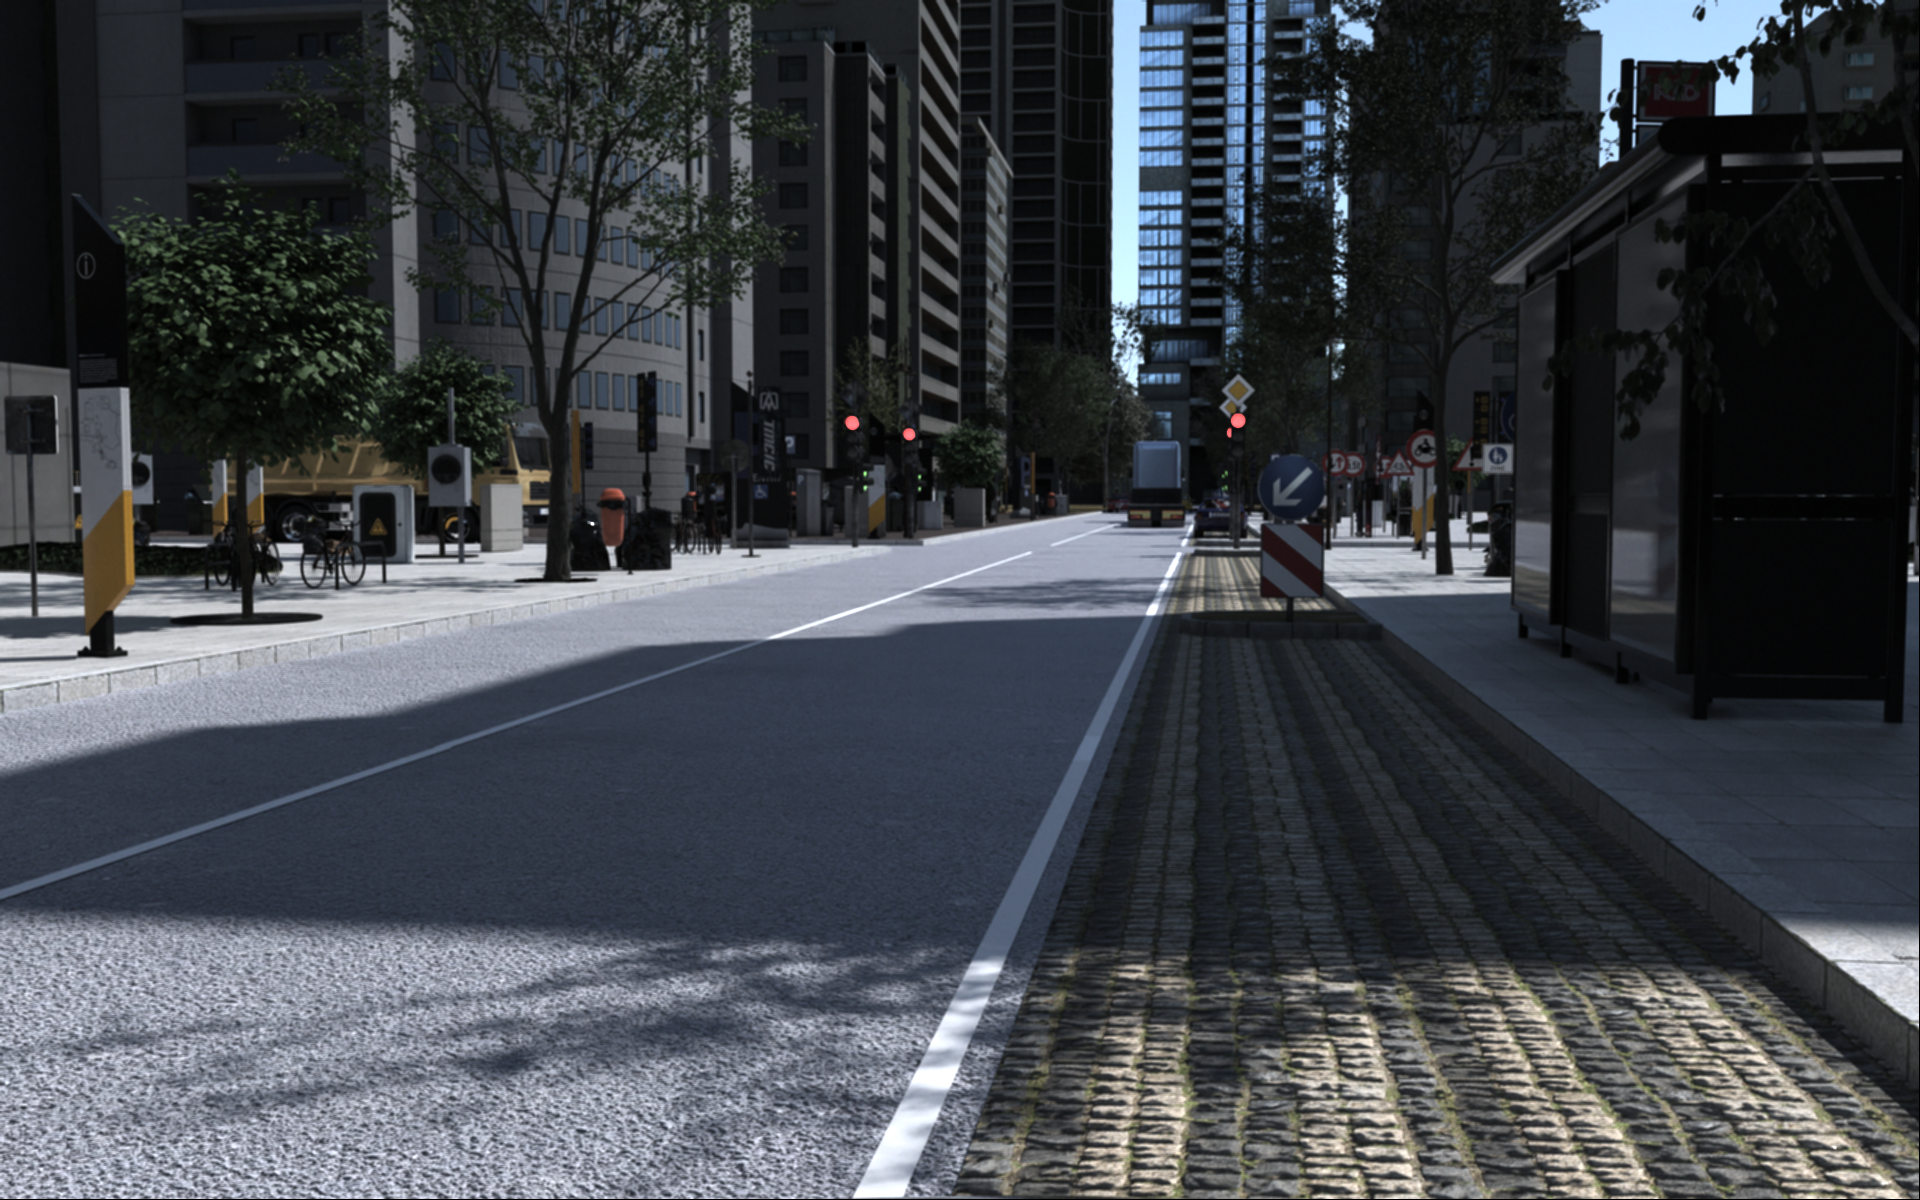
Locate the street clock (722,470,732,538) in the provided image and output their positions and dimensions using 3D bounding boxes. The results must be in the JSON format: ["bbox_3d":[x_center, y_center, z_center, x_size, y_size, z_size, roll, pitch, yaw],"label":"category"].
[{"bbox_3d":[-6.693,-2.813,50.558,0.471,2.002,0.358,-3,5,-41],"label":"street clock"}]

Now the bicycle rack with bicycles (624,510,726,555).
[{"bbox_3d":[-6.380,-1.483,37.632,2.852,0.926,2.925,-1,4,-11],"label":"bicycle rack with bicycles"}]

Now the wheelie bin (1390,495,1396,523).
[{"bbox_3d":[19.293,-4.155,75.838,0.980,1.594,0.693,2,4,31],"label":"wheelie bin"}]

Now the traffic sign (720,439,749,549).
[{"bbox_3d":[-5.236,-2.451,40.184,0.768,2.556,0.104,1,4,17],"label":"traffic sign"}]

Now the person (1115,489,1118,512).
[{"bbox_3d":[12.259,-7.778,135.654,0.705,1.826,1.348,1,4,11],"label":"person"}]

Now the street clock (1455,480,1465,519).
[{"bbox_3d":[25.567,-5.142,88.636,0.471,2.002,0.358,1,4,10],"label":"street clock"}]

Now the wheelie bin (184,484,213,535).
[{"bbox_3d":[-23.966,-2.851,54.527,0.693,1.594,0.980,1,4,15],"label":"wheelie bin"}]

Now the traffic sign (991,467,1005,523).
[{"bbox_3d":[1.596,-4.648,76.107,0.768,2.556,0.104,1,4,14],"label":"traffic sign"}]

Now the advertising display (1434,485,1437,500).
[{"bbox_3d":[30.498,-6.419,110.161,0.123,1.923,0.974,-3,5,-41],"label":"advertising display"}]

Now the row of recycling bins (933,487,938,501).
[{"bbox_3d":[-2.276,-5.046,89.622,1.069,1.692,3.534,-2,4,-34],"label":"row of recycling bins"}]

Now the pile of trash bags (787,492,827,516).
[{"bbox_3d":[-6.936,-4.023,75.536,1.912,1.369,3.447,-1,4,-23],"label":"pile of trash bags"}]

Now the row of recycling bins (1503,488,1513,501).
[{"bbox_3d":[37.765,-6.670,116.174,3.534,1.692,1.069,-2,4,-35],"label":"row of recycling bins"}]

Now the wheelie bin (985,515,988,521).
[{"bbox_3d":[0.931,-4.632,83.637,0.693,1.594,0.980,1,4,23],"label":"wheelie bin"}]

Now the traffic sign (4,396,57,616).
[{"bbox_3d":[-9.693,-0.976,18.086,0.606,2.300,0.079,1,4,11],"label":"traffic sign"}]

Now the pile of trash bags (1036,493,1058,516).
[{"bbox_3d":[4.903,-5.678,102.590,1.912,1.369,3.447,-1,4,-18],"label":"pile of trash bags"}]

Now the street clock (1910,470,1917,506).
[{"bbox_3d":[29.135,-2.949,52.794,0.358,2.002,0.471,0,4,4],"label":"street clock"}]

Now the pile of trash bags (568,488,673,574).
[{"bbox_3d":[-5.774,-1.179,29.034,1.912,1.369,3.447,-1,4,-11],"label":"pile of trash bags"}]

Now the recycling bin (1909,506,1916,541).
[{"bbox_3d":[19.977,-1.418,35.745,0.722,1.027,0.722,-2,4,-30],"label":"recycling bin"}]

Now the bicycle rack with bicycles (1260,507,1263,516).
[{"bbox_3d":[18.518,-5.159,97.729,2.925,0.926,2.852,1,4,15],"label":"bicycle rack with bicycles"}]

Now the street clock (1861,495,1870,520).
[{"bbox_3d":[29.197,-3.137,55.864,0.358,2.002,0.471,0,4,0],"label":"street clock"}]

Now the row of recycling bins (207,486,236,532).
[{"bbox_3d":[-25.726,-3.252,60.280,1.069,1.692,3.534,-2,4,-35],"label":"row of recycling bins"}]

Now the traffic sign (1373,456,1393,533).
[{"bbox_3d":[14.127,-3.516,57.594,0.768,2.556,0.104,1,4,12],"label":"traffic sign"}]

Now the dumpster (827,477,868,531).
[{"bbox_3d":[-3.773,-3.254,58.965,1.264,1.857,1.865,0,4,8],"label":"dumpster"}]

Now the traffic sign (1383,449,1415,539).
[{"bbox_3d":[12.525,-3.026,49.473,0.884,2.594,0.081,1,4,16],"label":"traffic sign"}]

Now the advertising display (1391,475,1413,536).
[{"bbox_3d":[13.605,-2.915,52.873,0.123,1.923,0.974,-3,5,-44],"label":"advertising display"}]

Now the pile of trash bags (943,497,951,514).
[{"bbox_3d":[0.412,-6.057,108.779,1.912,1.369,3.447,-2,4,-30],"label":"pile of trash bags"}]

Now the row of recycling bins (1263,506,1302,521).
[{"bbox_3d":[15.511,-4.650,83.145,1.069,1.692,3.534,-1,4,-10],"label":"row of recycling bins"}]

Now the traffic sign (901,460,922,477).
[{"bbox_3d":[-1.695,-3.664,60.010,0.768,2.556,0.104,1,4,17],"label":"traffic sign"}]

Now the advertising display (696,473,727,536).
[{"bbox_3d":[-7.700,-2.960,53.607,0.974,1.923,0.123,1,4,14],"label":"advertising display"}]

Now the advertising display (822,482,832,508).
[{"bbox_3d":[-7.279,-5.471,94.657,0.123,1.923,0.974,-2,4,-33],"label":"advertising display"}]

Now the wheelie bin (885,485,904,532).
[{"bbox_3d":[-2.309,-3.105,58.679,0.693,1.594,0.980,-3,5,-44],"label":"wheelie bin"}]

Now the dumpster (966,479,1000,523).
[{"bbox_3d":[0.950,-4.576,77.312,1.502,2.255,1.985,1,4,8],"label":"dumpster"}]

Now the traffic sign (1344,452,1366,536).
[{"bbox_3d":[11.870,-3.197,52.385,0.768,2.556,0.104,1,4,15],"label":"traffic sign"}]

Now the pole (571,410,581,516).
[{"bbox_3d":[-9.364,-2.961,42.251,0.158,3.312,0.155,0,3,0],"label":"pole"}]

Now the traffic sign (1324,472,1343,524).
[{"bbox_3d":[15.836,-4.486,73.458,0.768,2.556,0.104,1,4,16],"label":"traffic sign"}]

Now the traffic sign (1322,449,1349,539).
[{"bbox_3d":[10.697,-3.014,49.390,0.768,2.556,0.104,1,4,15],"label":"traffic sign"}]

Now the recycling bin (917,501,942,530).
[{"bbox_3d":[-1.086,-3.030,62.103,0.722,1.027,0.722,-2,4,-23],"label":"recycling bin"}]

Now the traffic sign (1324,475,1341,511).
[{"bbox_3d":[15.876,-4.542,74.266,0.884,2.594,0.081,1,4,10],"label":"traffic sign"}]

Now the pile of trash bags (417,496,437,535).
[{"bbox_3d":[-16.768,-2.785,55.288,3.447,1.369,1.912,2,4,28],"label":"pile of trash bags"}]

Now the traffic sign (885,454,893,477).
[{"bbox_3d":[-2.450,-3.252,53.270,0.768,2.556,0.104,1,4,14],"label":"traffic sign"}]

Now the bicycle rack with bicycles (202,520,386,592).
[{"bbox_3d":[-9.323,-0.642,23.883,2.852,0.926,2.925,0,4,3],"label":"bicycle rack with bicycles"}]

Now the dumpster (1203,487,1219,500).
[{"bbox_3d":[28.700,-11.789,197.698,1.985,2.255,1.502,1,4,9],"label":"dumpster"}]

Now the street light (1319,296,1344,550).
[{"bbox_3d":[8.479,-4.094,39.724,0.468,5.910,1.993,0,4,8],"label":"street light"}]

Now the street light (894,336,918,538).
[{"bbox_3d":[-1.576,-4.761,50.636,0.468,5.910,1.993,0,4,8],"label":"street light"}]

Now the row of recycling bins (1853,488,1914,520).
[{"bbox_3d":[40.582,-4.219,76.090,1.069,1.692,3.534,0,4,-5],"label":"row of recycling bins"}]

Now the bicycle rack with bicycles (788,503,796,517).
[{"bbox_3d":[-7.117,-3.320,67.662,2.925,0.926,2.852,0,4,-8],"label":"bicycle rack with bicycles"}]

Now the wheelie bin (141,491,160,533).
[{"bbox_3d":[-27.138,-3.055,57.861,0.693,1.594,0.980,-1,4,-19],"label":"wheelie bin"}]

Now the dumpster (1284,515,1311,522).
[{"bbox_3d":[15.240,-4.413,77.917,1.264,1.857,1.865,1,4,8],"label":"dumpster"}]

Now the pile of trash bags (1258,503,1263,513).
[{"bbox_3d":[21.796,-6.634,118.217,1.912,1.369,3.447,-1,4,-16],"label":"pile of trash bags"}]

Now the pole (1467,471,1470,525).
[{"bbox_3d":[21.277,-4.796,72.260,0.158,3.312,0.155,0,3,0],"label":"pole"}]

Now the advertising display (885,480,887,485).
[{"bbox_3d":[-2.672,-3.441,61.479,0.123,1.923,0.974,0,4,-5],"label":"advertising display"}]

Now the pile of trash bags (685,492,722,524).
[{"bbox_3d":[-10.843,-4.037,75.758,1.912,1.369,3.447,2,4,29],"label":"pile of trash bags"}]

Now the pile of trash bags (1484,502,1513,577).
[{"bbox_3d":[9.069,-1.047,26.864,1.912,1.369,3.447,2,4,25],"label":"pile of trash bags"}]

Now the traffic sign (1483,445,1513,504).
[{"bbox_3d":[10.886,-2.018,35.119,0.606,2.300,0.079,1,4,9],"label":"traffic sign"}]

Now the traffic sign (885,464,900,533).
[{"bbox_3d":[-2.352,-3.413,56.984,0.795,2.450,0.064,1,4,9],"label":"traffic sign"}]

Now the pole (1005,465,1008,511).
[{"bbox_3d":[3.235,-7.748,120.524,0.158,3.312,0.155,0,3,0],"label":"pole"}]

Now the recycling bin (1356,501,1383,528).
[{"bbox_3d":[15.774,-3.312,66.713,0.722,1.027,0.722,-2,4,-32],"label":"recycling bin"}]

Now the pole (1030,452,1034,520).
[{"bbox_3d":[3.517,-5.532,84.292,0.158,3.312,0.155,0,3,0],"label":"pole"}]

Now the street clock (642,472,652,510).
[{"bbox_3d":[-10.336,-3.218,57.188,0.358,2.002,0.471,0,4,-3],"label":"street clock"}]

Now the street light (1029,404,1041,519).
[{"bbox_3d":[3.860,-7.113,89.087,0.468,5.910,1.993,0,4,8],"label":"street light"}]
